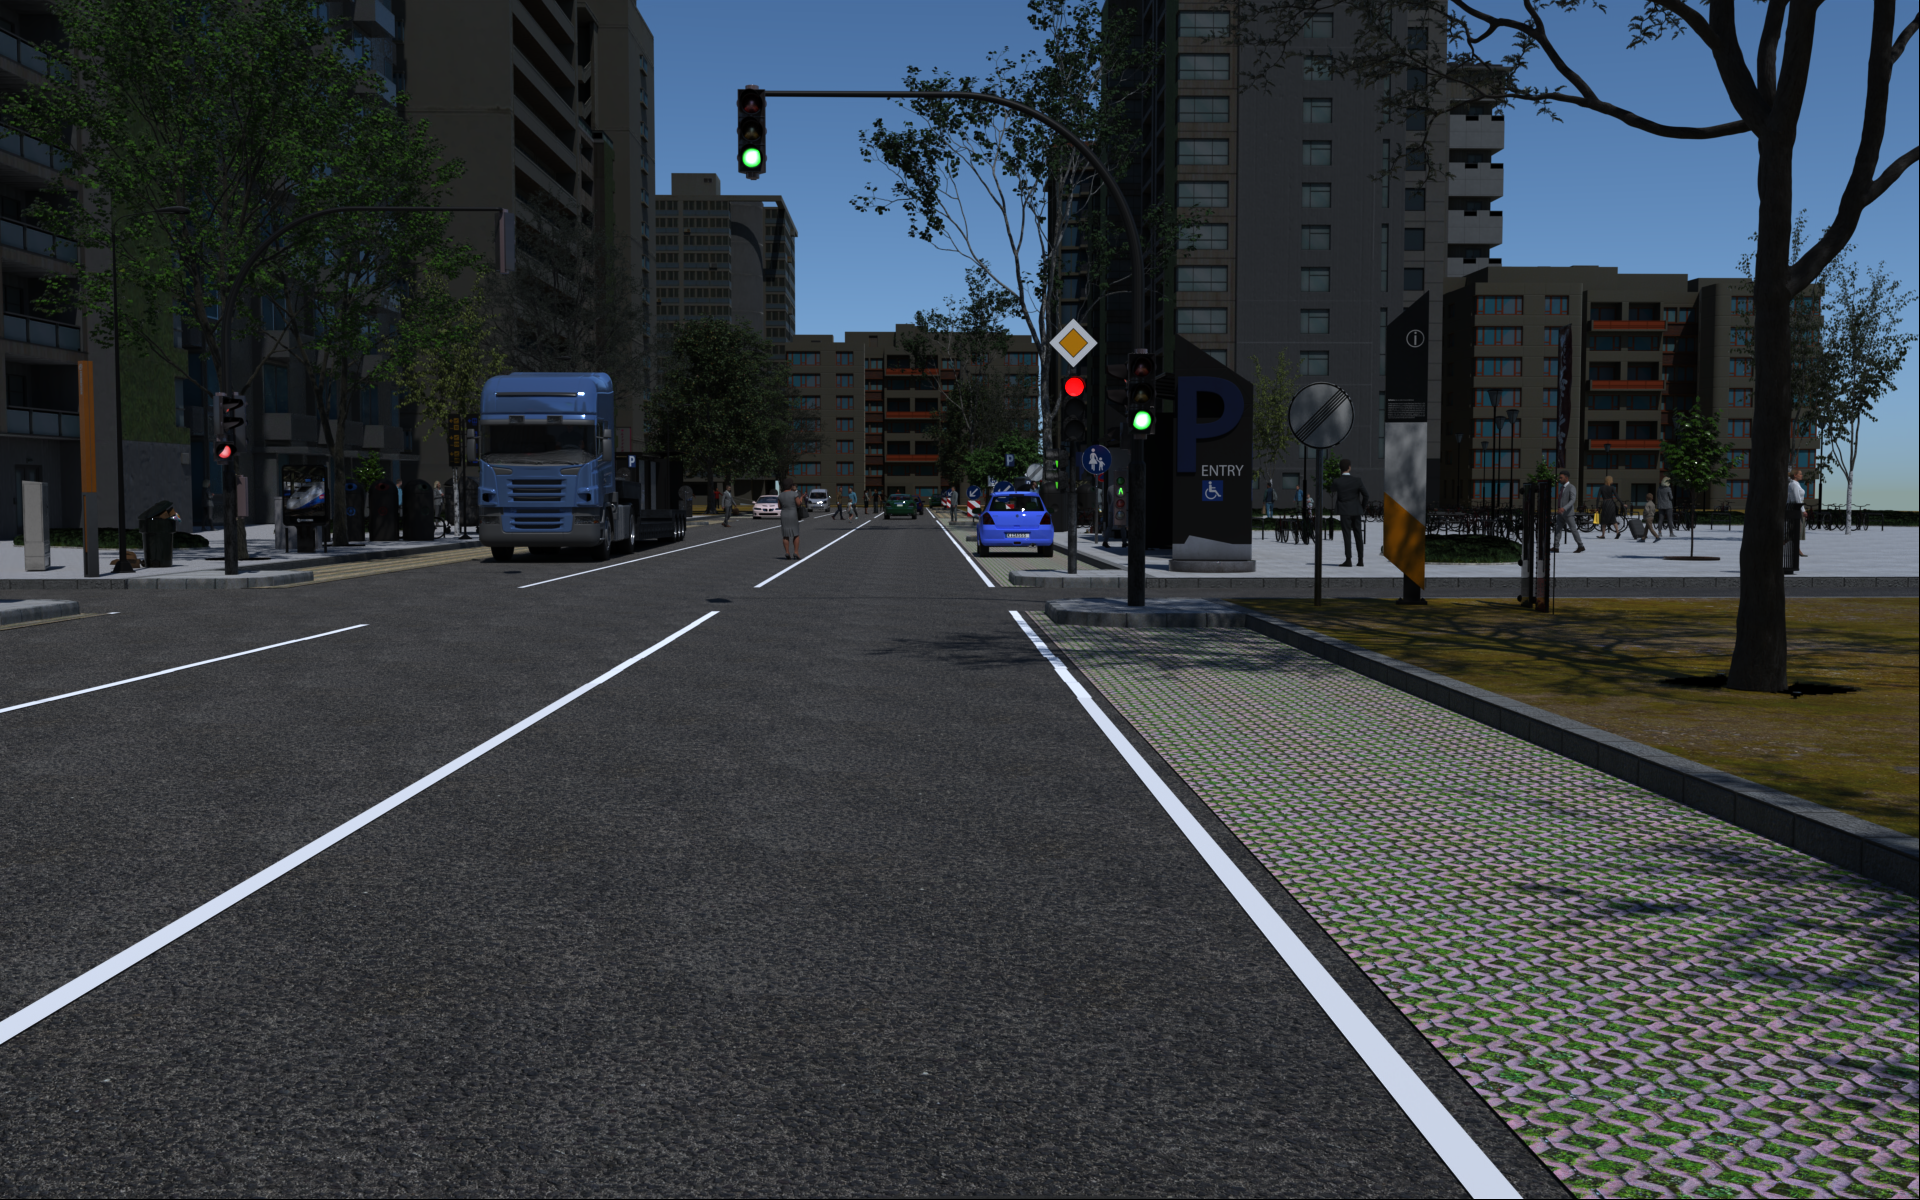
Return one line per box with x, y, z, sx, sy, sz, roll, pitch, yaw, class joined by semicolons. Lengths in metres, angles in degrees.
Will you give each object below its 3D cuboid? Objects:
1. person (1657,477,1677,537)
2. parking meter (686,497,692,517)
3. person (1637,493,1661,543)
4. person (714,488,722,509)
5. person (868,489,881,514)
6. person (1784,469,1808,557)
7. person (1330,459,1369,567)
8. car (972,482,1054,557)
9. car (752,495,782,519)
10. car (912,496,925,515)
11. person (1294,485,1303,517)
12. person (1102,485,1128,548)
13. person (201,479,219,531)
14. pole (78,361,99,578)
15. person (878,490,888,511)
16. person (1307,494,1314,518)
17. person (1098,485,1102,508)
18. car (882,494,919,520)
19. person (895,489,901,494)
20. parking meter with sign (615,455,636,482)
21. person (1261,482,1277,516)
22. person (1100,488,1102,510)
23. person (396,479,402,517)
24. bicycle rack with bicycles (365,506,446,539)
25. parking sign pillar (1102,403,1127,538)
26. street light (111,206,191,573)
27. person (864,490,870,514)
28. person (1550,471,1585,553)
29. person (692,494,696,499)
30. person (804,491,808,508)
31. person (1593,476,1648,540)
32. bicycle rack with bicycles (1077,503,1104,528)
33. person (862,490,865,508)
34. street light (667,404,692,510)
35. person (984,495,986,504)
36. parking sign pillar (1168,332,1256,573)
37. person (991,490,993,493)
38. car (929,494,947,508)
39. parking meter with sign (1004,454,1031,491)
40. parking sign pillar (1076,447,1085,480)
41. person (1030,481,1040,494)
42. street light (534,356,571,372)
21.232;-2.807;52.116;0.526;1.800;0.537;-1;4;-23;person
-14.946;-5.326;95.496;0.372;1.533;0.369;0;3;0;parking meter
18.147;-2.159;45.611;0.640;1.303;0.475;2;4;34;person
-21.277;-8.916;151.750;1.348;1.831;0.705;-1;4;-22;person
-6.243;-7.298;127.828;1.348;1.822;0.705;3;5;42;person
17.064;-1.790;35.528;0.641;1.798;0.478;2;4;28;person
6.875;-1.544;30.649;0.648;1.900;0.474;0;4;-8;person
1.252;-1.878;40.302;1.945;1.707;3.694;0;4;-1;car
-10.897;-5.346;99.774;2.083;1.381;4.827;0;4;-3;car
-3.389;-6.536;119.437;1.945;1.354;3.894;0;4;0;car
18.878;-5.504;96.377;0.444;1.785;0.601;-2;4;-29;person
3.742;-2.148;41.440;0.850;1.792;0.678;-3;5;-41;person
-26.235;-3.318;60.478;0.526;1.800;0.537;-2;4;-34;person
-13.395;-2.005;26.619;0.158;3.312;0.155;0;3;0;pole
-6.415;-8.203;143.143;1.217;1.766;0.721;0;4;4;person
18.338;-4.926;90.868;0.425;1.301;0.394;1;4;13;person
6.609;-4.722;83.354;0.635;1.810;0.391;-1;4;-10;person
-3.388;-5.333;98.990;2.131;1.459;4.920;0;4;-1;car
-4.972;-8.006;139.335;1.348;1.831;0.705;-1;4;-10;person
-15.462;-4.998;77.973;1.738;3.016;0.543;2;4;26;parking meter with sign
14.412;-4.579;80.899;0.794;1.824;0.713;0;4;3;person
10.558;-7.382;127.544;0.742;1.727;0.445;3;4;39;person
-20.637;-3.523;63.509;0.748;1.841;0.638;2;4;32;person
-16.078;-2.238;49.971;2.925;0.926;2.852;1;4;16;bicycle rack with bicycles
4.942;-3.848;51.392;1.447;3.967;1.447;-1;4;-14;parking sign pillar
-13.117;-3.398;28.099;1.470;5.913;1.316;0;4;-1;street light
-6.621;-7.010;123.898;0.721;1.735;1.217;-1;4;-18;person
13.232;-1.923;37.753;0.850;1.792;0.678;-1;4;-11;person
-20.809;-7.712;132.820;1.217;1.739;0.721;-2;4;-33;person
-14.579;-9.467;164.199;0.541;1.710;0.530;-3;5;-41;person
18.740;-2.630;49.268;0.699;1.804;1.509;-2;4;-26;person
5.079;-3.240;66.352;2.925;0.926;2.852;-2;4;-23;bicycle rack with bicycles
-9.734;-10.330;177.338;0.705;1.831;1.348;1;4;13;person
-14.525;-7.155;89.527;1.470;5.913;1.316;0;4;-1;street light
2.163;-7.893;138.359;0.557;1.426;1.065;2;4;33;person
4.202;-2.464;28.755;1.447;3.967;1.447;1;4;11;parking sign pillar
2.418;-7.058;122.177;0.721;1.736;1.217;1;4;16;person
-2.142;-10.024;172.691;1.959;1.807;4.718;0;4;-2;car
2.698;-4.793;74.625;0.543;3.016;1.738;-3;5;-42;parking meter with sign
5.436;-5.613;80.248;1.447;3.967;1.447;1;4;16;parking sign pillar
2.864;-3.616;65.429;0.793;1.790;0.793;1;4;13;person
-13.805;-5.260;58.537;1.470;5.913;1.316;0;4;-1;street light
